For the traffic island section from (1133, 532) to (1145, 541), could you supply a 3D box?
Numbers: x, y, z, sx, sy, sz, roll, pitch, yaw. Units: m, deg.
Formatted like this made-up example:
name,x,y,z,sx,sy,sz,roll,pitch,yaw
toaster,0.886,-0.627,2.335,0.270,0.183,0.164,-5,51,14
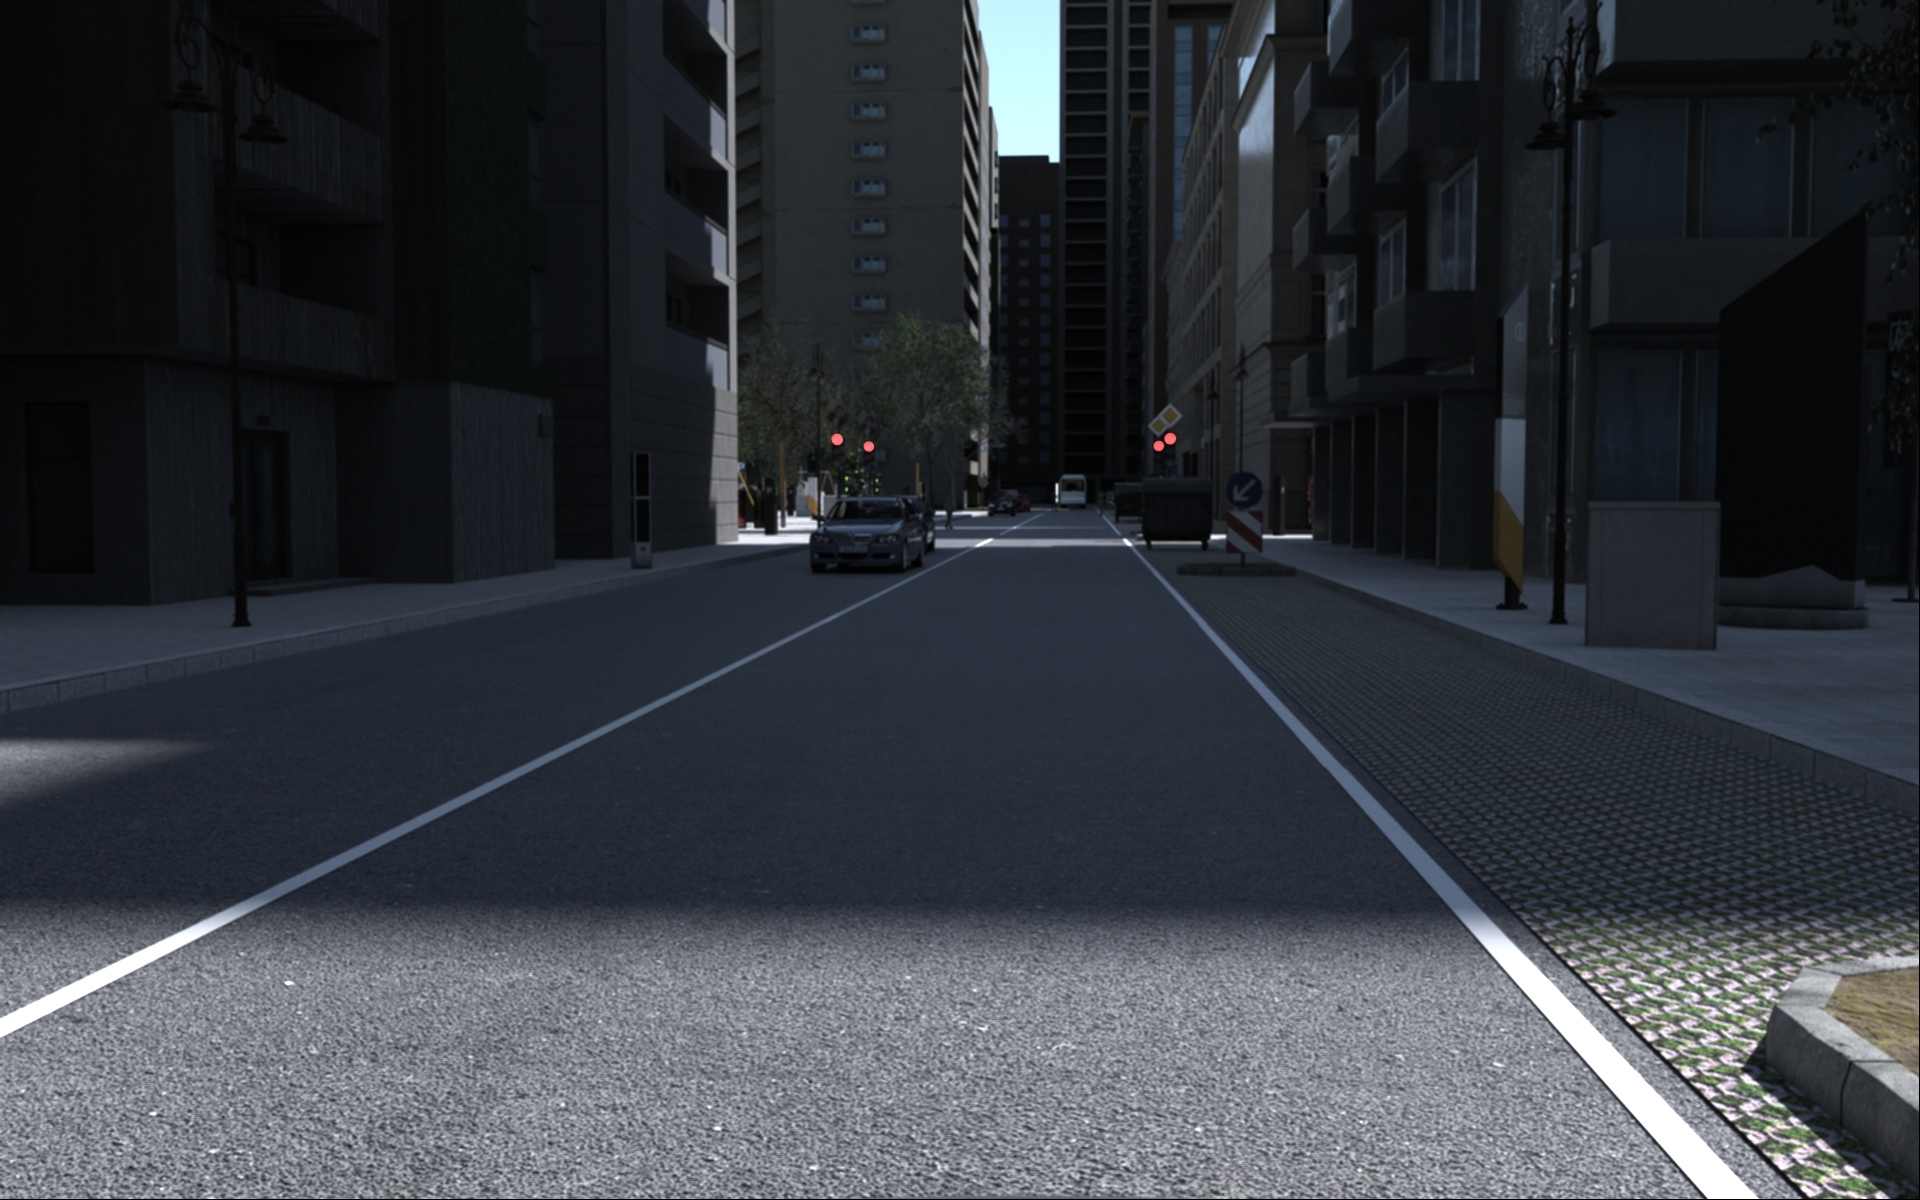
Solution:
name,x,y,z,sx,sy,sz,roll,pitch,yaw
traffic island section,6.494,-1.917,53.630,2.009,0.180,2.903,0,4,4

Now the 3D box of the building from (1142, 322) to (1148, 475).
name,x,y,z,sx,sy,sz,roll,pitch,yaw
building,31.968,-19.704,167.203,27.650,21.520,28.899,0,4,4

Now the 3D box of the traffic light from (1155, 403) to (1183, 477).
name,x,y,z,sx,sy,sz,roll,pitch,yaw
traffic light,6.455,-3.951,53.519,0.839,4.253,0.868,0,4,4

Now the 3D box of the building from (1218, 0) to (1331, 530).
name,x,y,z,sx,sy,sz,roll,pitch,yaw
building,25.803,-14.343,67.797,30.059,22.955,16.112,0,4,4

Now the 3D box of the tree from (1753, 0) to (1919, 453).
name,x,y,z,sx,sy,sz,roll,pitch,yaw
tree,6.621,-3.706,10.950,4.360,8.622,3.978,0,3,0

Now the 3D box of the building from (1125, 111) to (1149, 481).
name,x,y,z,sx,sy,sz,roll,pitch,yaw
building,29.936,-33.083,195.538,22.147,44.769,28.867,0,4,4

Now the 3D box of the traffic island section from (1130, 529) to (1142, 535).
name,x,y,z,sx,sy,sz,roll,pitch,yaw
traffic island section,7.059,-2.405,61.595,2.009,0.180,2.903,0,4,4

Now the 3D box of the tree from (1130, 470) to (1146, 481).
name,x,y,z,sx,sy,sz,roll,pitch,yaw
tree,14.637,-8.796,138.421,1.663,3.219,1.824,0,3,0

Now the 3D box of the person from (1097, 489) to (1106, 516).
name,x,y,z,sx,sy,sz,roll,pitch,yaw
person,9.264,-6.403,113.442,0.600,1.795,0.529,1,4,13

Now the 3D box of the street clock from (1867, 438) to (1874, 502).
name,x,y,z,sx,sy,sz,roll,pitch,yaw
street clock,9.832,-0.885,19.034,0.358,2.002,0.471,2,4,23

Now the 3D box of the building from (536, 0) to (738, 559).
name,x,y,z,sx,sy,sz,roll,pitch,yaw
building,-20.308,-30.570,41.815,28.212,58.520,21.231,0,4,4

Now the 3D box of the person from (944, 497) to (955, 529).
name,x,y,z,sx,sy,sz,roll,pitch,yaw
person,-0.429,-3.552,70.848,0.475,1.303,0.640,-3,5,-41

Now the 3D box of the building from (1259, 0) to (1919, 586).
name,x,y,z,sx,sy,sz,roll,pitch,yaw
building,19.159,-25.424,35.299,23.786,49.044,30.456,0,4,4

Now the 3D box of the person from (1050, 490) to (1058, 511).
name,x,y,z,sx,sy,sz,roll,pitch,yaw
person,7.958,-8.363,145.685,0.683,1.767,0.568,-3,5,-39

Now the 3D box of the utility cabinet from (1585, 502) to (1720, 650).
name,x,y,z,sx,sy,sz,roll,pitch,yaw
utility cabinet,5.797,-0.205,14.509,1.020,1.237,0.306,2,4,24

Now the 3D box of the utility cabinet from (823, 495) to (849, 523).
name,x,y,z,sx,sy,sz,roll,pitch,yaw
utility cabinet,-5.131,-3.699,71.638,1.020,1.237,0.306,0,4,2

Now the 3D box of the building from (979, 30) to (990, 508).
name,x,y,z,sx,sy,sz,roll,pitch,yaw
building,-4.502,-31.551,165.977,14.600,45.320,14.200,0,4,4

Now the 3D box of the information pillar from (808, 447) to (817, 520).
name,x,y,z,sx,sy,sz,roll,pitch,yaw
information pillar,-7.302,-5.783,85.899,0.504,3.616,0.183,1,4,22

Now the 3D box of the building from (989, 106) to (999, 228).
name,x,y,z,sx,sy,sz,roll,pitch,yaw
building,-6.545,-35.365,201.914,21.600,48.544,21.300,0,4,4

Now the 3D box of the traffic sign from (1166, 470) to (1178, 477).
name,x,y,z,sx,sy,sz,roll,pitch,yaw
traffic sign,10.555,-5.312,86.959,0.768,2.556,0.104,1,4,10

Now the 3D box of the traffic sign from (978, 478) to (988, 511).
name,x,y,z,sx,sy,sz,roll,pitch,yaw
traffic sign,1.781,-8.226,134.597,0.768,2.556,0.104,1,4,14

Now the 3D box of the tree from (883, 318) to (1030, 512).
name,x,y,z,sx,sy,sz,roll,pitch,yaw
tree,-0.519,-12.947,122.059,12.009,13.543,11.850,0,3,0

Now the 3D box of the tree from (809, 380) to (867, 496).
name,x,y,z,sx,sy,sz,roll,pitch,yaw
tree,-7.715,-9.782,110.290,4.737,8.622,4.395,0,3,0

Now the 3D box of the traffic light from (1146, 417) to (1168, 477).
name,x,y,z,sx,sy,sz,roll,pitch,yaw
traffic light,7.020,-4.438,61.484,0.839,4.253,0.868,0,4,4

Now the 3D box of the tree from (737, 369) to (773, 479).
name,x,y,z,sx,sy,sz,roll,pitch,yaw
tree,-12.665,-9.041,98.181,4.737,8.622,4.395,0,3,0

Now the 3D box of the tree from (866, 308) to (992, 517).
name,x,y,z,sx,sy,sz,roll,pitch,yaw
tree,-1.768,-10.514,97.652,9.928,11.665,9.643,0,3,0

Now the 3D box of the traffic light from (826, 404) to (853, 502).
name,x,y,z,sx,sy,sz,roll,pitch,yaw
traffic light,-3.782,-3.994,54.225,0.839,4.253,0.868,0,4,4

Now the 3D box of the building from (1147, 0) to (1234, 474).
name,x,y,z,sx,sy,sz,roll,pitch,yaw
building,23.027,-30.302,145.545,14.600,45.320,14.200,0,4,4

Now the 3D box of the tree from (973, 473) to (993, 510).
name,x,y,z,sx,sy,sz,roll,pitch,yaw
tree,2.092,-9.108,143.518,1.663,3.219,1.824,0,3,0

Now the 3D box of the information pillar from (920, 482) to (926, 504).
name,x,y,z,sx,sy,sz,roll,pitch,yaw
information pillar,-2.314,-6.316,107.758,0.304,2.012,0.304,-1,4,-21

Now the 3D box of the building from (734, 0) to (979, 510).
name,x,y,z,sx,sy,sz,roll,pitch,yaw
building,-9.622,-32.076,148.144,21.300,48.544,21.600,0,4,4

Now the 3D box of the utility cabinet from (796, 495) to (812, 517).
name,x,y,z,sx,sy,sz,roll,pitch,yaw
utility cabinet,-8.769,-5.294,97.726,1.020,1.237,0.306,1,4,22

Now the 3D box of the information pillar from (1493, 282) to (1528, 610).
name,x,y,z,sx,sy,sz,roll,pitch,yaw
information pillar,6.087,-1.699,19.138,0.504,3.616,0.183,-3,5,-40

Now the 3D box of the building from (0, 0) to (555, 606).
name,x,y,z,sx,sy,sz,roll,pitch,yaw
building,-14.394,-15.325,22.269,14.160,30.474,14.107,0,4,4

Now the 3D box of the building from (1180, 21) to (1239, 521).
name,x,y,z,sx,sy,sz,roll,pitch,yaw
building,23.086,-17.917,97.451,19.350,26.468,34.151,0,4,4

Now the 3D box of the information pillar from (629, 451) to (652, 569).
name,x,y,z,sx,sy,sz,roll,pitch,yaw
information pillar,-5.502,-1.551,29.848,0.304,2.012,0.304,-2,4,-24

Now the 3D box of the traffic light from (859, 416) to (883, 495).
name,x,y,z,sx,sy,sz,roll,pitch,yaw
traffic light,-3.217,-4.481,62.190,0.839,4.253,0.868,0,4,4

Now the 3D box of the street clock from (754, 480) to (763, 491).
name,x,y,z,sx,sy,sz,roll,pitch,yaw
street clock,-10.442,-5.229,90.063,0.471,2.002,0.358,2,4,35

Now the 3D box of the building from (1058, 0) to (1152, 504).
name,x,y,z,sx,sy,sz,roll,pitch,yaw
building,23.503,-48.355,228.862,20.611,71.187,20.563,0,4,4

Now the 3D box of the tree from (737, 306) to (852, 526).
name,x,y,z,sx,sy,sz,roll,pitch,yaw
tree,-6.763,-7.238,68.706,4.360,8.622,3.978,0,3,0

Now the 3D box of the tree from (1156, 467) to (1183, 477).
name,x,y,z,sx,sy,sz,roll,pitch,yaw
tree,11.813,-6.290,97.435,1.663,3.219,1.824,0,3,0

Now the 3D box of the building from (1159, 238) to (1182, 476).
name,x,y,z,sx,sy,sz,roll,pitch,yaw
building,20.659,-17.691,125.409,11.583,22.565,21.152,0,4,4

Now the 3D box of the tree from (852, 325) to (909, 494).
name,x,y,z,sx,sy,sz,roll,pitch,yaw
tree,-4.024,-7.683,75.974,4.360,8.622,3.978,0,3,0

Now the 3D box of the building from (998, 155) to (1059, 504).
name,x,y,z,sx,sy,sz,roll,pitch,yaw
building,5.955,-35.360,228.251,14.200,45.320,14.600,0,4,4

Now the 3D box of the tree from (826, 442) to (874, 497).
name,x,y,z,sx,sy,sz,roll,pitch,yaw
tree,-4.012,-4.253,64.131,1.663,3.219,1.824,0,3,0

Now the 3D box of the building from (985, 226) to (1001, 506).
name,x,y,z,sx,sy,sz,roll,pitch,yaw
building,-3.122,-25.018,180.741,14.160,30.474,14.107,0,4,4
